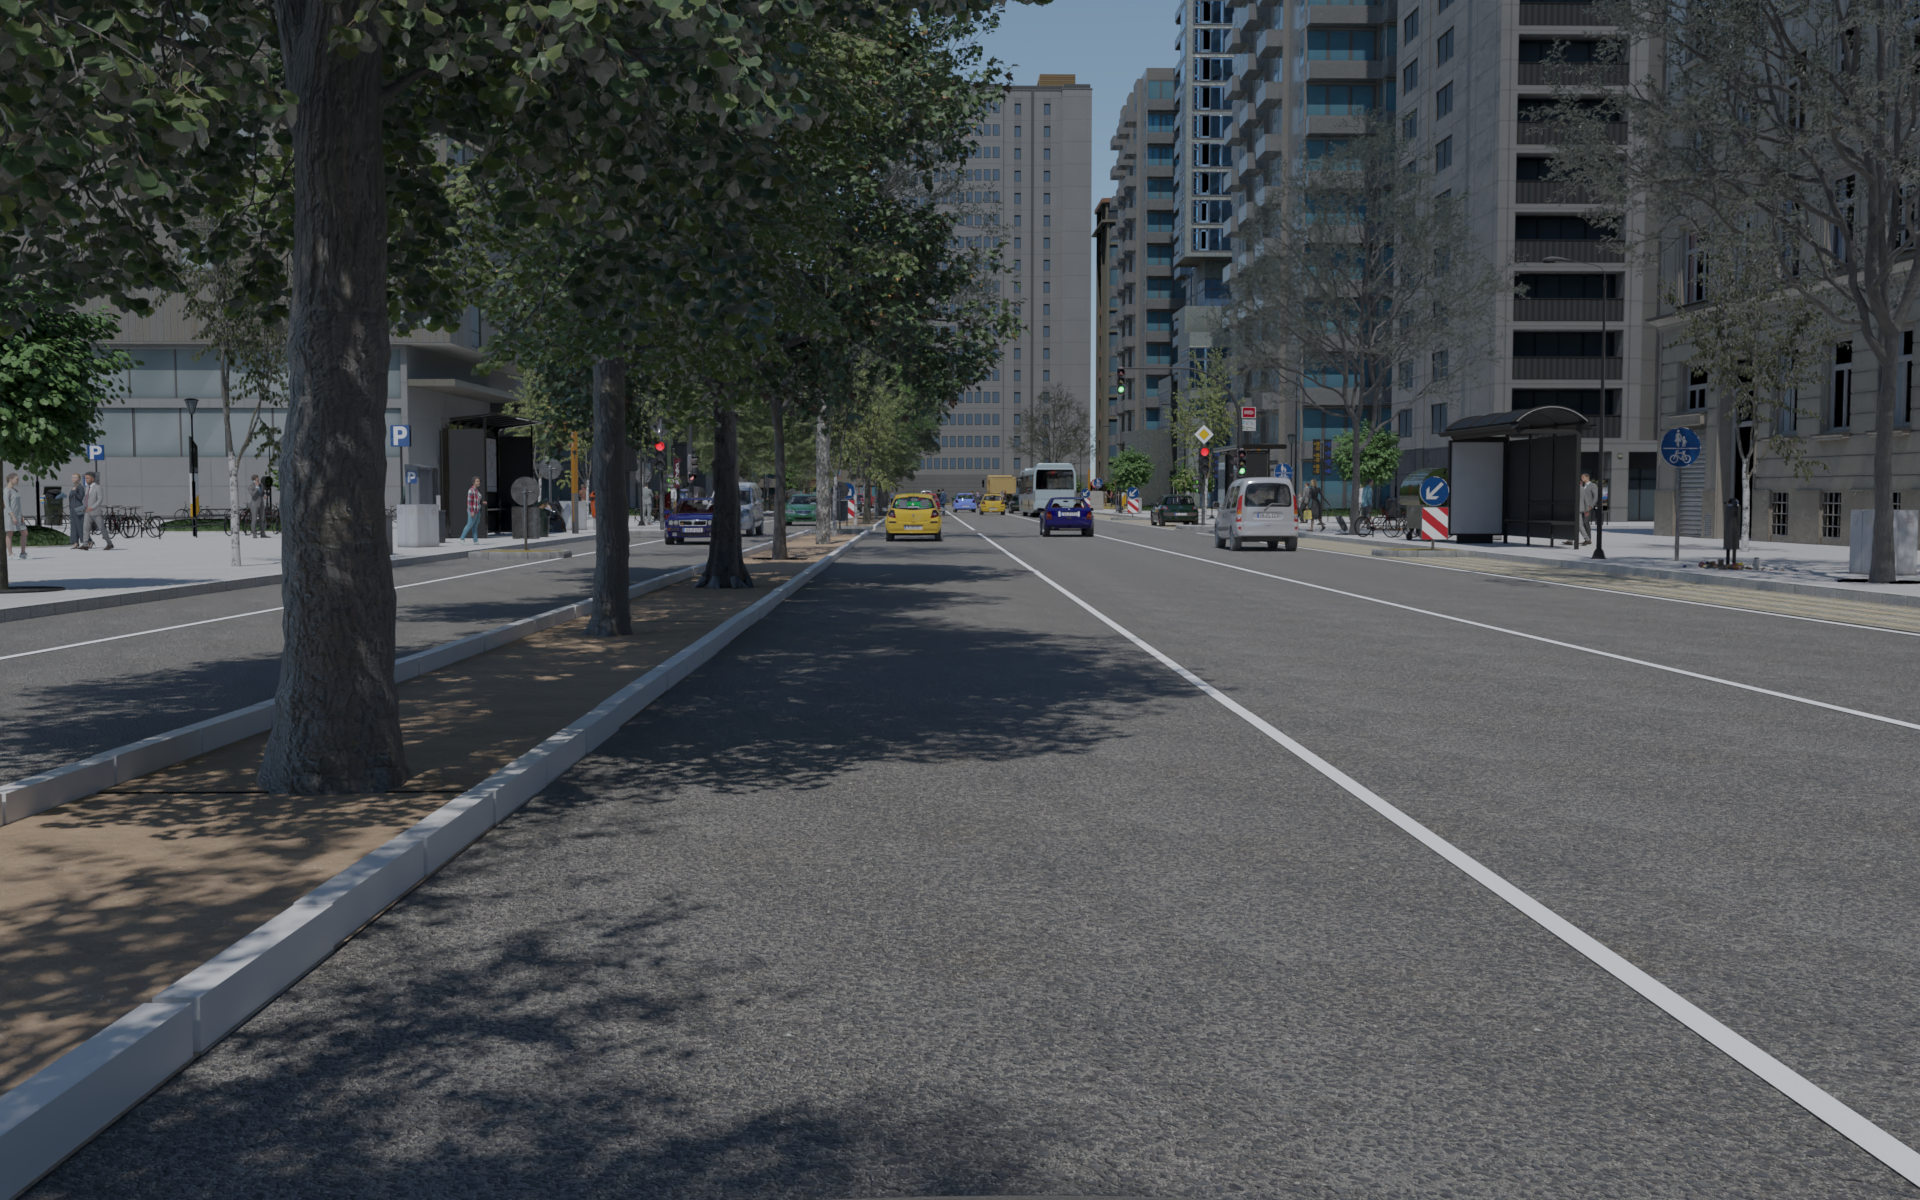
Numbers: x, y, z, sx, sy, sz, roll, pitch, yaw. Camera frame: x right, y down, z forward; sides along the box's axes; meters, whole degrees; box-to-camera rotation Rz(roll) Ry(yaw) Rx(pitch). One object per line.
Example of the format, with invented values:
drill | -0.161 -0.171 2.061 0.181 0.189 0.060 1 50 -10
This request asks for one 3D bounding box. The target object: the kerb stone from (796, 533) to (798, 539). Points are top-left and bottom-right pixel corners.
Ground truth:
kerb stone | -5.225 -1.949 54.068 0.120 0.150 1.000 0 4 -1

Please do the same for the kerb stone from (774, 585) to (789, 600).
kerb stone | -2.440 -0.070 23.352 0.120 0.150 1.000 0 4 -1

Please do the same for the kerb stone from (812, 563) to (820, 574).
kerb stone | -2.593 -0.508 30.511 0.120 0.150 1.000 0 4 -1

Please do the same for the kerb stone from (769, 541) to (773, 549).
kerb stone | -5.016 -1.386 44.862 0.120 0.150 1.000 0 4 -1

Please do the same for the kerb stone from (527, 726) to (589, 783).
kerb stone | -2.102 0.810 9.006 0.120 0.150 1.000 0 4 -1

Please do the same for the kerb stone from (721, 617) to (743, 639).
kerb stone | -2.296 0.305 17.202 0.120 0.150 1.000 0 4 -1

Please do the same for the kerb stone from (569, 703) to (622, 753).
kerb stone | -2.123 0.748 10.030 0.120 0.150 1.000 0 4 -1

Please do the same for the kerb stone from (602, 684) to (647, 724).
kerb stone | -2.156 0.682 11.059 0.120 0.150 1.000 0 4 -1

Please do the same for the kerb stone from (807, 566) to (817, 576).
kerb stone | -2.570 -0.442 29.490 0.120 0.150 1.000 0 4 -1

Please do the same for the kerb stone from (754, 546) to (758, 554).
kerb stone | -4.926 -1.136 40.770 0.120 0.150 1.000 0 4 -1

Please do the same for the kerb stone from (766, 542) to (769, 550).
kerb stone | -4.995 -1.324 43.838 0.120 0.150 1.000 0 4 -1

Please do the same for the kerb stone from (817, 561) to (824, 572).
kerb stone | -2.613 -0.572 31.541 0.120 0.150 1.000 0 4 -1

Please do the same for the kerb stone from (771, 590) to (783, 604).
kerb stone | -2.410 0.002 22.331 0.120 0.150 1.000 0 4 -1

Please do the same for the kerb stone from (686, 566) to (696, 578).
kerb stone | -4.672 -0.441 29.498 0.120 0.150 1.000 0 4 -1

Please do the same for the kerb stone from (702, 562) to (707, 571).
kerb stone | -4.715 -0.571 31.550 0.120 0.150 1.000 0 4 -1

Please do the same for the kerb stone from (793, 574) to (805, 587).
kerb stone | -2.500 -0.259 26.424 0.120 0.150 1.000 0 4 -1

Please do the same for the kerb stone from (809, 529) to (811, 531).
kerb stone | -5.365 -2.321 60.230 0.120 0.150 1.000 0 4 -1

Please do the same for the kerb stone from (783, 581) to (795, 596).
kerb stone | -2.449 -0.129 24.374 0.120 0.150 1.000 0 4 -1

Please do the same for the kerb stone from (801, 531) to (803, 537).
kerb stone | -5.269 -2.075 56.122 0.120 0.150 1.000 0 4 -1

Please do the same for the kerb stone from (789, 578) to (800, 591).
kerb stone | -2.477 -0.192 25.402 0.120 0.150 1.000 0 4 -1

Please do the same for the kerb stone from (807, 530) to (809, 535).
kerb stone | -5.340 -2.264 59.207 0.120 0.150 1.000 0 4 -1

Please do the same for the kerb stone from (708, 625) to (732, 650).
kerb stone | -2.266 0.369 16.181 0.120 0.150 1.000 0 4 -1

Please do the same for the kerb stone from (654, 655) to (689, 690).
kerb stone | -2.198 0.556 13.102 0.120 0.150 1.000 0 4 -1

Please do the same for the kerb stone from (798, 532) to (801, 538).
kerb stone | -5.246 -2.012 55.099 0.120 0.150 1.000 0 4 -1

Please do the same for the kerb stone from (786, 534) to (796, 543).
kerb stone | -5.204 -1.884 53.047 0.120 0.150 1.000 0 4 -1

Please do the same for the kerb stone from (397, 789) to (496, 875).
kerb stone | -2.059 0.932 6.963 0.120 0.150 1.000 0 4 -1

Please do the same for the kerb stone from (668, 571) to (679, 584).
kerb stone | -4.622 -0.321 27.450 0.120 0.150 1.000 0 4 -1

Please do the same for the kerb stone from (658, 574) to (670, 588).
kerb stone | -4.596 -0.258 26.421 0.120 0.150 1.000 0 4 -1

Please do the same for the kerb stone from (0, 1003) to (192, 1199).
kerb stone | -1.988 1.123 3.877 0.120 0.150 1.000 0 4 -1

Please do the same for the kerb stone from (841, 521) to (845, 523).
kerb stone | -5.979 -3.987 87.435 0.120 0.150 1.000 0 4 -1

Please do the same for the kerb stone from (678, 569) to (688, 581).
kerb stone | -4.645 -0.377 28.474 0.120 0.150 1.000 0 4 -1

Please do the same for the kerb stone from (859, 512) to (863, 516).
kerb stone | -6.634 -5.745 116.131 0.120 0.150 1.000 0 4 -1

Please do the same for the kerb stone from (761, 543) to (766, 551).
kerb stone | -4.971 -1.261 42.817 0.120 0.150 1.000 0 4 -1

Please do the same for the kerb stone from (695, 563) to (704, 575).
kerb stone | -4.684 -0.509 30.523 0.120 0.150 1.000 0 4 -1

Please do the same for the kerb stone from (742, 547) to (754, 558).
kerb stone | -4.900 -1.074 39.748 0.120 0.150 1.000 0 4 -1

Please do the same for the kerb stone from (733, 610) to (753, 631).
kerb stone | -2.319 0.243 18.224 0.120 0.150 1.000 0 4 -1

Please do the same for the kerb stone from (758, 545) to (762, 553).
kerb stone | -4.949 -1.199 41.795 0.120 0.150 1.000 0 4 -1

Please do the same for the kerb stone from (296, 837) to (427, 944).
kerb stone | -2.043 0.995 5.939 0.120 0.150 1.000 0 4 -1

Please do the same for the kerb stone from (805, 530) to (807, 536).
kerb stone | -5.314 -2.201 58.178 0.120 0.150 1.000 0 4 -1

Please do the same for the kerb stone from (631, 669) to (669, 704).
kerb stone | -2.182 0.622 12.080 0.120 0.150 1.000 0 4 -1

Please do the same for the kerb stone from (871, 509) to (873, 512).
kerb stone | -7.261 -7.437 143.782 0.120 0.150 1.000 0 4 -1

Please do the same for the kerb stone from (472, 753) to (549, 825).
kerb stone | -2.077 0.869 7.985 0.120 0.150 1.000 0 4 -1

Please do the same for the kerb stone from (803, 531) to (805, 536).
kerb stone | -5.296 -2.136 57.144 0.120 0.150 1.000 0 4 -1

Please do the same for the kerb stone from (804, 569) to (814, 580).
kerb stone | -2.540 -0.377 28.469 0.120 0.150 1.000 0 4 -1

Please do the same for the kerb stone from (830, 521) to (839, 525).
kerb stone | -5.824 -3.547 80.260 0.120 0.150 1.000 0 4 -1

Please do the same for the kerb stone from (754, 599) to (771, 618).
kerb stone | -2.352 0.118 20.273 0.120 0.150 1.000 0 4 -1

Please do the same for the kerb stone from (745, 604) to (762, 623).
kerb stone | -2.337 0.185 19.252 0.120 0.150 1.000 0 4 -1

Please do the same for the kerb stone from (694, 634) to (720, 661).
kerb stone | -2.239 0.431 15.150 0.120 0.150 1.000 0 4 -1

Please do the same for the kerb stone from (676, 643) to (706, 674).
kerb stone | -2.218 0.494 14.126 0.120 0.150 1.000 0 4 -1

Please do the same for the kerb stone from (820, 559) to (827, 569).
kerb stone | -2.633 -0.631 32.562 0.120 0.150 1.000 0 4 -1

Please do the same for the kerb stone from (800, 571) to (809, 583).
kerb stone | -2.518 -0.321 27.446 0.120 0.150 1.000 0 4 -1

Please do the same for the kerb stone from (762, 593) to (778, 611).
kerb stone | -2.377 0.054 21.305 0.120 0.150 1.000 0 4 -1

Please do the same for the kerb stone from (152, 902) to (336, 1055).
kerb stone | -2.008 1.057 4.913 0.120 0.150 1.000 0 4 -1
